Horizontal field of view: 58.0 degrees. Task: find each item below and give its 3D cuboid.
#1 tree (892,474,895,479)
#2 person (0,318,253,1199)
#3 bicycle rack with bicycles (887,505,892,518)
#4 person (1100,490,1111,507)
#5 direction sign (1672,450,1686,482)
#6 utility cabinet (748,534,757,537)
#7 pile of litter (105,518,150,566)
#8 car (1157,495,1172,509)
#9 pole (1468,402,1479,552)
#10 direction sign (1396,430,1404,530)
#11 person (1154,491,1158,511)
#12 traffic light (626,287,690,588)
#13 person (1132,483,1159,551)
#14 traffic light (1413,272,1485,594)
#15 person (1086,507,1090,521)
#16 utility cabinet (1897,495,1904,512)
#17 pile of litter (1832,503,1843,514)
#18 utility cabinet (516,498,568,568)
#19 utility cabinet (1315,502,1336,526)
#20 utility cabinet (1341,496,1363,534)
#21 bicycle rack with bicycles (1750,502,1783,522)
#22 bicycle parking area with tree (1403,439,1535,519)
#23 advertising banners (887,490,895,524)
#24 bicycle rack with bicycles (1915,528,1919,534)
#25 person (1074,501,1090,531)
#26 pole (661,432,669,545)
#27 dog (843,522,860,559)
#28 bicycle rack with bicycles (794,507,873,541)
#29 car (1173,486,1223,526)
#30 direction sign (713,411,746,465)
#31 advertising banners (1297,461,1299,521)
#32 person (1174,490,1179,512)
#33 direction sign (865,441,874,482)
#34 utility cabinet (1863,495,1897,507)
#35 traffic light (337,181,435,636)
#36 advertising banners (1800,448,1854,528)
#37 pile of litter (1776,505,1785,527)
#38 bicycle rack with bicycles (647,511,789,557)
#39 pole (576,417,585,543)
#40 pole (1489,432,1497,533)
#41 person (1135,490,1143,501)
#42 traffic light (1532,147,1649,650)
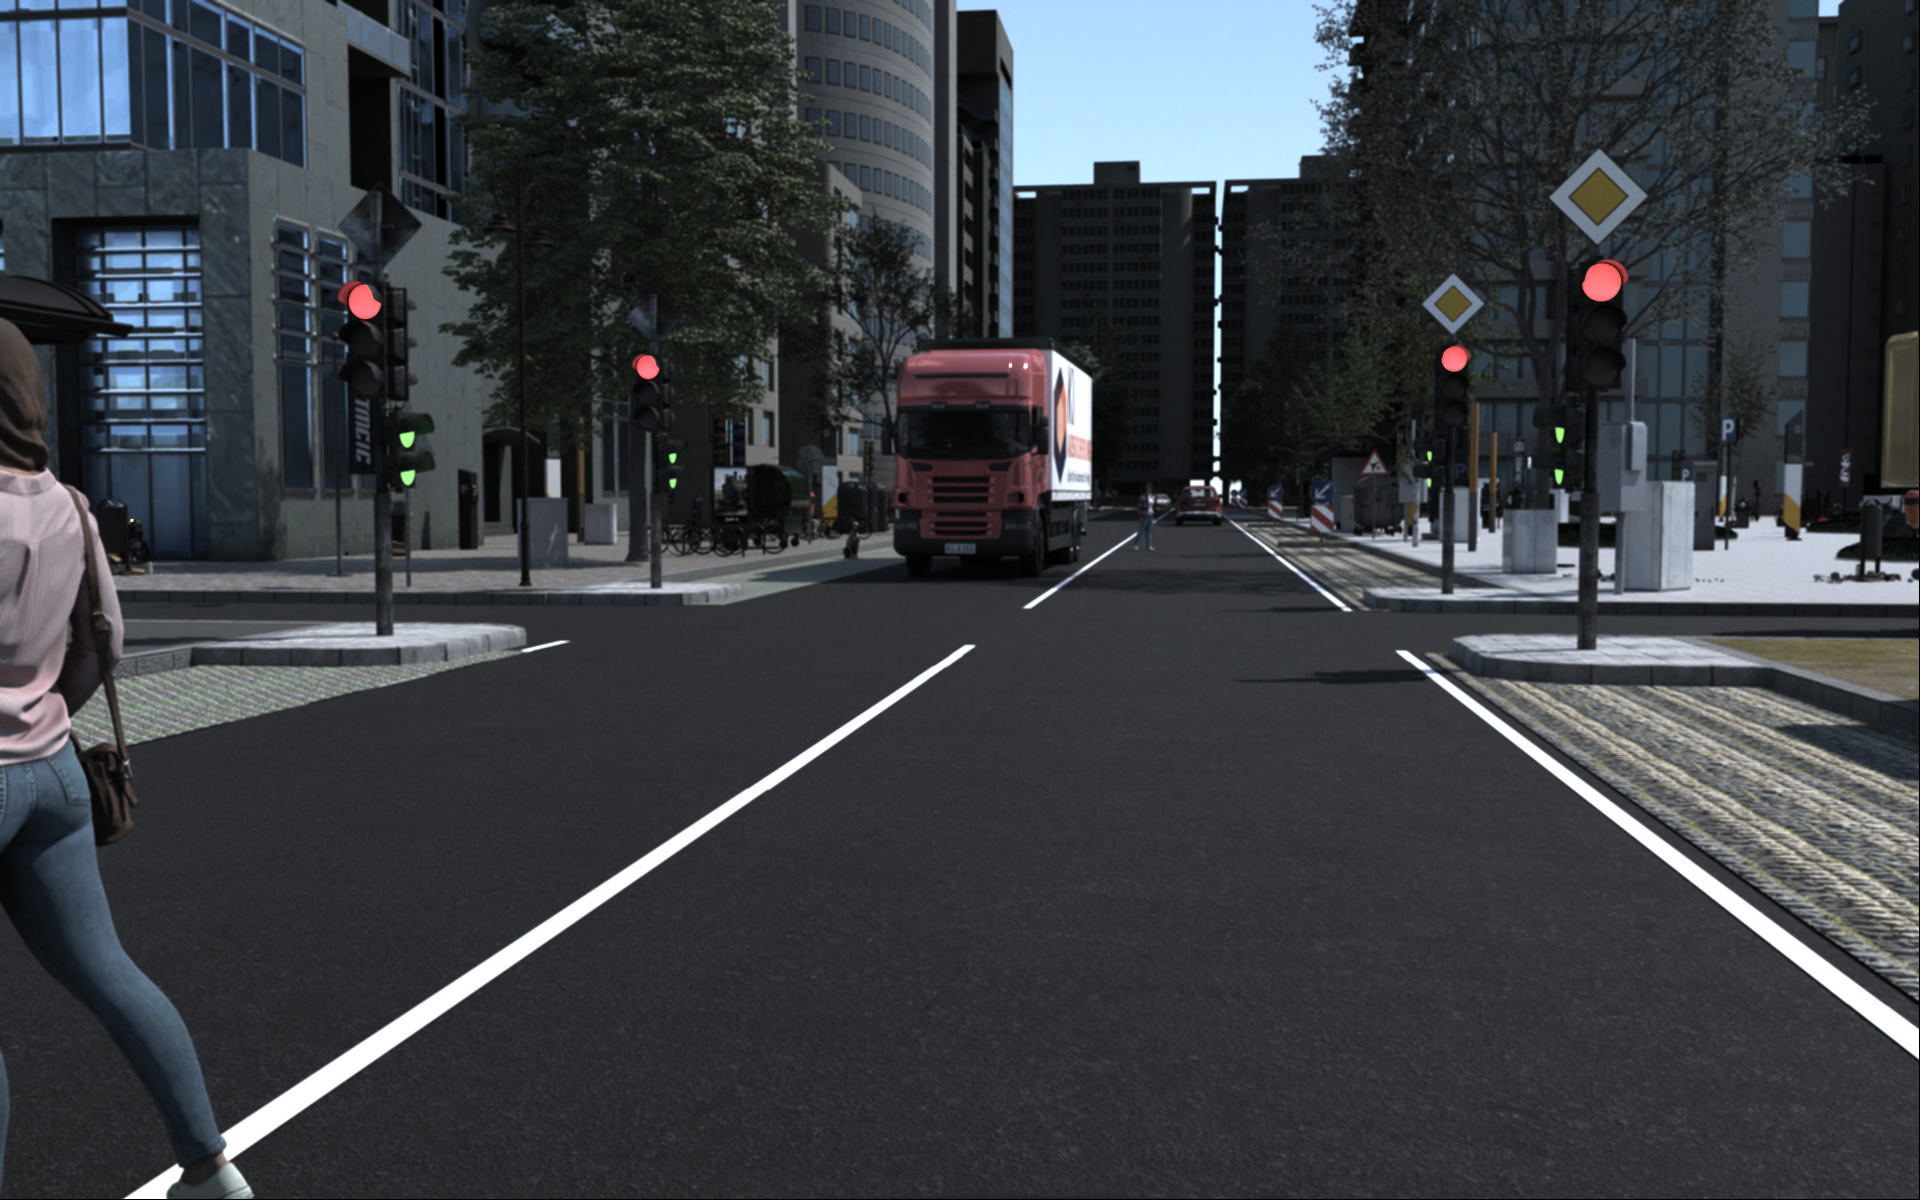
[{"bbox_3d":[-1.612,-4.384,66.275,1.663,3.219,1.824,0,3,0],"label":"tree"},{"bbox_3d":[-1.695,0.361,3.193,0.643,1.750,0.593,1,4,10],"label":"person"},{"bbox_3d":[-2.750,-4.299,83.670,2.852,0.926,2.925,1,4,14],"label":"bicycle rack with bicycles"},{"bbox_3d":[15.196,-10.480,179.930,1.350,1.814,0.705,0,4,3],"label":"person"},{"bbox_3d":[37.296,-5.991,89.947,0.876,3.537,0.379,-2,4,-23],"label":"direction sign"},{"bbox_3d":[-6.355,-2.451,51.239,1.020,1.237,0.306,1,4,22],"label":"utility cabinet"},{"bbox_3d":[-15.436,-1.082,31.658,1.176,0.858,1.719,0,4,0],"label":"pile of litter"},{"bbox_3d":[19.136,-9.346,165.172,2.083,1.381,4.827,0,4,8],"label":"car"},{"bbox_3d":[11.464,-2.741,38.661,0.158,3.312,0.155,0,3,0],"label":"pole"},{"bbox_3d":[15.605,-4.256,61.579,0.379,3.537,0.876,2,4,27],"label":"direction sign"},{"bbox_3d":[16.985,-8.595,149.966,0.436,1.711,0.756,1,4,17],"label":"person"},{"bbox_3d":[-4.128,-2.116,23.512,0.839,4.253,0.868,0,4,8],"label":"traffic light"},{"bbox_3d":[4.723,-2.119,43.989,0.563,1.720,0.643,-3,4,-39],"label":"person"},{"bbox_3d":[6.241,-2.031,22.123,0.839,4.253,0.868,0,4,8],"label":"traffic light"},{"bbox_3d":[6.700,-5.190,93.213,0.638,1.841,0.748,-3,4,-37],"label":"person"},{"bbox_3d":[42.342,-4.116,78.457,1.020,1.237,0.306,-2,4,-29],"label":"utility cabinet"},{"bbox_3d":[41.094,-4.072,80.539,1.719,0.858,1.176,-3,4,-37],"label":"pile of litter"},{"bbox_3d":[-7.318,-1.175,30.371,0.306,1.237,1.020,2,4,27],"label":"utility cabinet"},{"bbox_3d":[14.814,-3.711,69.358,1.173,1.500,0.318,0,4,-3],"label":"utility cabinet"},{"bbox_3d":[12.744,-2.765,56.367,0.306,1.237,1.020,-1,4,-15],"label":"utility cabinet"},{"bbox_3d":[37.710,-4.143,81.123,2.852,0.926,2.925,2,4,35],"label":"bicycle rack with bicycles"},{"bbox_3d":[26.740,-6.336,90.592,8.231,4.147,9.016,2,4,27],"label":"bicycle parking area with tree"},{"bbox_3d":[-2.901,-4.853,75.530,0.090,3.025,2.074,1,4,11],"label":"advertising banners"},{"bbox_3d":[27.467,-2.040,46.734,2.925,0.926,2.852,-1,4,-11],"label":"bicycle rack with bicycles"},{"bbox_3d":[4.664,-3.566,66.646,0.661,1.843,0.795,-2,4,-24],"label":"person"},{"bbox_3d":[-7.511,-3.069,44.016,0.158,3.312,0.155,0,3,0],"label":"pole"},{"bbox_3d":[-2.327,-1.312,38.289,0.513,0.831,0.800,1,4,16],"label":"dog"},{"bbox_3d":[-4.288,-2.172,48.891,2.925,0.926,2.852,3,4,37],"label":"bicycle rack with bicycles"},{"bbox_3d":[10.920,-4.326,79.404,2.281,1.827,5.304,0,4,6],"label":"car"},{"bbox_3d":[-6.265,-3.367,47.045,0.876,3.537,0.379,0,4,-3],"label":"direction sign"},{"bbox_3d":[16.205,-5.317,83.117,0.090,3.025,2.074,1,4,11],"label":"advertising banners"},{"bbox_3d":[17.784,-8.130,141.977,0.434,1.755,0.990,1,4,10],"label":"person"},{"bbox_3d":[-3.873,-5.022,74.103,0.379,3.537,0.876,1,4,22],"label":"direction sign"},{"bbox_3d":[34.966,-3.350,65.936,1.020,1.237,0.306,3,4,37],"label":"utility cabinet"},{"bbox_3d":[-5.203,-1.632,15.599,0.839,4.253,0.868,0,4,8],"label":"traffic light"},{"bbox_3d":[32.931,-4.276,66.092,2.074,3.025,0.090,1,4,20],"label":"advertising banners"},{"bbox_3d":[32.837,-3.323,68.304,1.719,0.858,1.176,-3,4,-38],"label":"pile of litter"},{"bbox_3d":[-5.287,-1.394,36.170,2.925,0.926,2.852,1,4,8],"label":"bicycle rack with bicycles"},{"bbox_3d":[-10.000,-3.168,45.647,0.158,3.312,0.155,0,3,0],"label":"pole"},{"bbox_3d":[17.614,-3.877,57.231,0.158,3.312,0.155,0,3,0],"label":"pole"},{"bbox_3d":[13.986,-7.667,134.377,0.721,1.766,1.217,3,5,42],"label":"person"},{"bbox_3d":[5.165,-1.547,14.211,0.839,4.253,0.868,0,4,8],"label":"traffic light"}]
